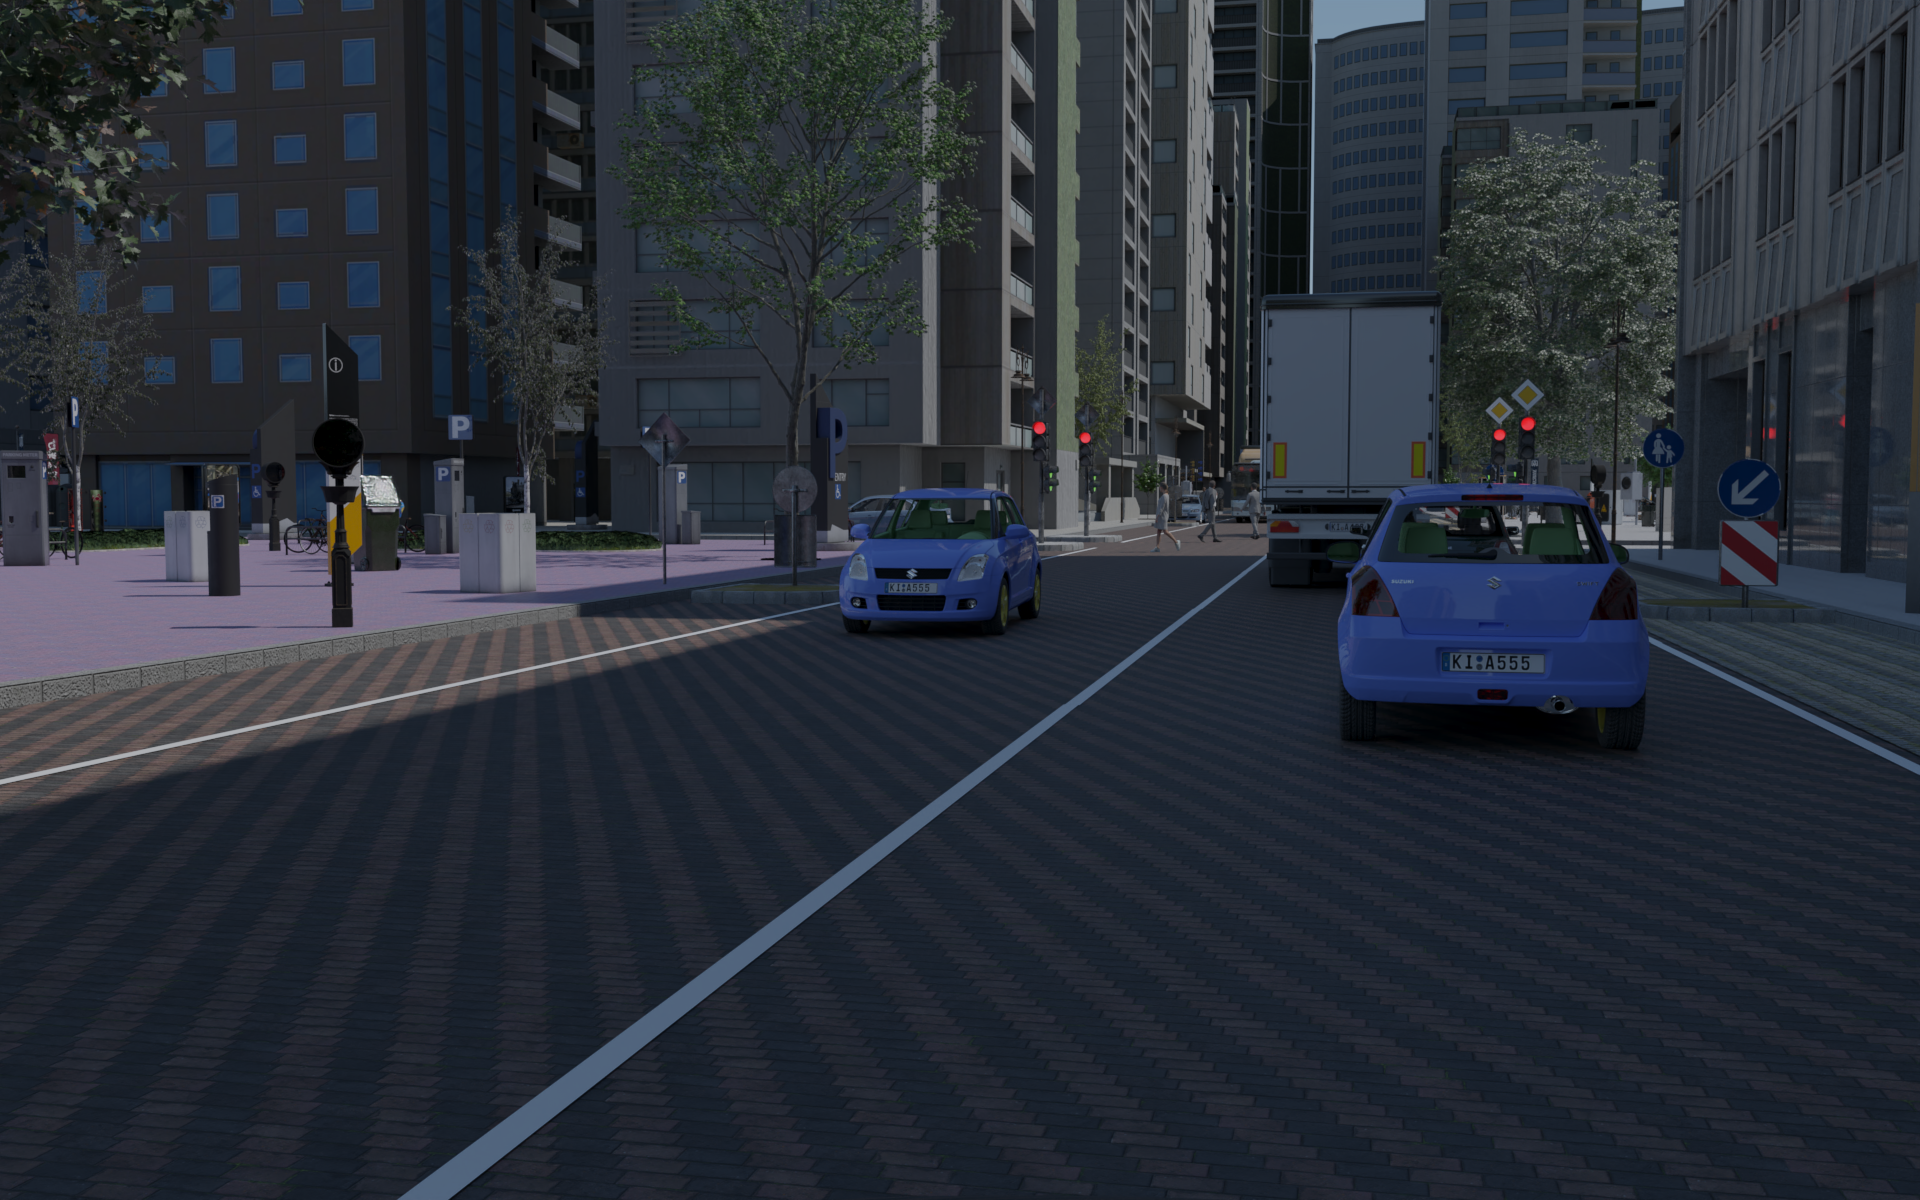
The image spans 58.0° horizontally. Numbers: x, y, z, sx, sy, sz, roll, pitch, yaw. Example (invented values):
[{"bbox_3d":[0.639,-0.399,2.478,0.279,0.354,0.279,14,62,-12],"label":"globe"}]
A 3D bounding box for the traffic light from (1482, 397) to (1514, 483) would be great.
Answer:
[{"bbox_3d":[15.546,-3.741,50.093,0.839,4.253,0.868,1,4,13],"label":"traffic light"}]

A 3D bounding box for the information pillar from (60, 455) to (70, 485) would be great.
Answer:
[{"bbox_3d":[-36.776,-4.878,71.111,0.504,3.616,0.183,1,4,11],"label":"information pillar"}]

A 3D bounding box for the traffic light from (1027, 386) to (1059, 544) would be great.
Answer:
[{"bbox_3d":[2.127,-3.423,44.882,0.839,4.253,0.868,1,4,13],"label":"traffic light"}]

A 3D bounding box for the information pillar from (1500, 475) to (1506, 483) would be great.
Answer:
[{"bbox_3d":[21.161,-3.871,67.782,0.304,2.012,0.304,2,4,32],"label":"information pillar"}]

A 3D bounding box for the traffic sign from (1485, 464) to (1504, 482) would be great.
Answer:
[{"bbox_3d":[22.221,-4.403,72.090,0.768,2.556,0.104,1,4,19],"label":"traffic sign"}]

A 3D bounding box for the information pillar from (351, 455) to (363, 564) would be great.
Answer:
[{"bbox_3d":[-11.092,-1.662,31.674,0.304,2.012,0.304,0,4,-6],"label":"information pillar"}]

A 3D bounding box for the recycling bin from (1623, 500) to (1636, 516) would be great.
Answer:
[{"bbox_3d":[39.493,-5.478,102.116,0.722,1.027,0.722,1,4,17],"label":"recycling bin"}]

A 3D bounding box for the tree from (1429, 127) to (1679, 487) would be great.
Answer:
[{"bbox_3d":[20.461,-9.343,59.421,9.857,13.997,8.962,0,3,0],"label":"tree"}]

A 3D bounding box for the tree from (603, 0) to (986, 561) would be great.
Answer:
[{"bbox_3d":[-3.117,-6.566,33.109,9.928,11.665,9.643,0,3,0],"label":"tree"}]

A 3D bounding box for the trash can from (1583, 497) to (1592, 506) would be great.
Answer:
[{"bbox_3d":[26.342,-3.771,73.307,0.748,1.137,0.748,0,3,0],"label":"trash can"}]

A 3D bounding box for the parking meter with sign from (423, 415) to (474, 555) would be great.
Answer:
[{"bbox_3d":[-11.050,-2.514,37.369,0.543,3.016,1.738,0,4,5],"label":"parking meter with sign"}]

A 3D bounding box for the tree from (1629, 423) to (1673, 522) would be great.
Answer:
[{"bbox_3d":[32.684,-5.889,79.994,4.285,4.588,4.351,0,3,0],"label":"tree"}]

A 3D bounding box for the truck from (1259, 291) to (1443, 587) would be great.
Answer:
[{"bbox_3d":[6.611,-2.491,29.641,2.839,4.237,11.283,1,4,12],"label":"truck"}]

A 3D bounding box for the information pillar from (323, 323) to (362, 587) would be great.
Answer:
[{"bbox_3d":[-8.579,-1.999,24.041,0.183,3.616,0.504,3,5,43],"label":"information pillar"}]

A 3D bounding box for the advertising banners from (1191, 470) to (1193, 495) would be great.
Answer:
[{"bbox_3d":[14.601,-6.905,109.091,0.090,3.025,2.074,0,4,8],"label":"advertising banners"}]

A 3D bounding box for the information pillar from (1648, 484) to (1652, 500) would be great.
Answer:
[{"bbox_3d":[41.177,-6.850,103.344,0.183,3.616,0.504,2,4,32],"label":"information pillar"}]

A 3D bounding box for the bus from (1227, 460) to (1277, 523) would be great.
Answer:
[{"bbox_3d":[15.757,-5.799,89.680,2.948,3.499,13.247,1,4,13],"label":"bus"}]

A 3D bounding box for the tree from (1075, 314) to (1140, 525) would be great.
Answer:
[{"bbox_3d":[5.360,-7.422,71.719,4.737,8.622,4.395,0,3,0],"label":"tree"}]

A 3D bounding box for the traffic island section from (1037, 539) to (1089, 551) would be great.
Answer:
[{"bbox_3d":[2.090,-1.391,45.025,2.009,0.180,2.903,1,4,13],"label":"traffic island section"}]

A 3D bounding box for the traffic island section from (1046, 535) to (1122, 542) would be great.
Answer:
[{"bbox_3d":[3.831,-1.868,52.819,2.009,0.180,2.903,1,4,13],"label":"traffic island section"}]

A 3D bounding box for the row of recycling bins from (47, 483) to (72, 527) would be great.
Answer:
[{"bbox_3d":[-36.025,-3.738,68.234,3.534,1.692,1.069,2,4,26],"label":"row of recycling bins"}]

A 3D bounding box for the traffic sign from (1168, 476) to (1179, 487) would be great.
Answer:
[{"bbox_3d":[11.847,-5.753,96.187,0.606,2.300,0.079,1,4,14],"label":"traffic sign"}]

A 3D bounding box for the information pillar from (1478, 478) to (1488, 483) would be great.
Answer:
[{"bbox_3d":[23.220,-4.432,76.953,0.304,2.012,0.304,-1,4,-9],"label":"information pillar"}]

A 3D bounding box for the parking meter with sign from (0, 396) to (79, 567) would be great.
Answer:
[{"bbox_3d":[-16.686,-2.116,30.864,1.738,3.016,0.543,-1,4,-16],"label":"parking meter with sign"}]

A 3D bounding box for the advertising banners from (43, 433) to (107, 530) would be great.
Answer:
[{"bbox_3d":[-25.822,-3.324,50.539,0.090,3.025,2.074,1,4,23],"label":"advertising banners"}]

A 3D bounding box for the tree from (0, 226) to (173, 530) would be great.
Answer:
[{"bbox_3d":[-23.998,-5.923,47.197,4.360,8.622,3.978,0,3,0],"label":"tree"}]

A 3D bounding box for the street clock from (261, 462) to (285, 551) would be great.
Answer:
[{"bbox_3d":[-15.435,-2.103,38.960,0.358,2.002,0.471,3,5,42],"label":"street clock"}]

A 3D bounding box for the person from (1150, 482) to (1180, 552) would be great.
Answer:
[{"bbox_3d":[5.059,-2.050,42.768,0.760,1.731,0.466,-1,4,-21],"label":"person"}]

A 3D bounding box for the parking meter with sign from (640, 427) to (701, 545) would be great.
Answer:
[{"bbox_3d":[-7.379,-2.945,44.409,1.738,3.016,0.543,3,4,36],"label":"parking meter with sign"}]

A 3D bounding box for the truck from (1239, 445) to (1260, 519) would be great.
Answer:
[{"bbox_3d":[17.859,-6.915,101.970,2.839,4.237,11.283,1,4,13],"label":"truck"}]

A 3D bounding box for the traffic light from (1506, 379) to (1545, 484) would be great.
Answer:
[{"bbox_3d":[13.805,-3.265,42.299,0.839,4.253,0.868,1,4,13],"label":"traffic light"}]

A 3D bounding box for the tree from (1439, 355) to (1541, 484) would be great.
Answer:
[{"bbox_3d":[25.931,-8.094,82.704,4.737,8.622,4.395,0,3,0],"label":"tree"}]

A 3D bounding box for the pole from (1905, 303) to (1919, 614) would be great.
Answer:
[{"bbox_3d":[10.302,-1.512,18.560,0.158,3.312,0.155,0,3,0],"label":"pole"}]

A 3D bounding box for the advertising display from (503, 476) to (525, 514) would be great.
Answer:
[{"bbox_3d":[-15.628,-3.403,60.856,0.123,1.923,0.974,2,4,35],"label":"advertising display"}]

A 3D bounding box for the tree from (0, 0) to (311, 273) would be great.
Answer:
[{"bbox_3d":[-8.275,-5.602,8.600,9.611,12.733,9.660,0,3,0],"label":"tree"}]

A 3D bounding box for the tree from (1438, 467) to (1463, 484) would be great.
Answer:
[{"bbox_3d":[31.466,-7.160,111.667,1.663,3.219,1.824,0,3,0],"label":"tree"}]

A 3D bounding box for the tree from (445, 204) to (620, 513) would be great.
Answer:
[{"bbox_3d":[-11.090,-5.797,45.139,4.360,8.622,3.978,0,3,0],"label":"tree"}]

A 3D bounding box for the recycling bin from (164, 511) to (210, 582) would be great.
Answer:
[{"bbox_3d":[-11.232,-0.797,25.593,0.722,1.027,0.722,3,4,36],"label":"recycling bin"}]

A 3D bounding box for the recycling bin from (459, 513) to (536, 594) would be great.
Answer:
[{"bbox_3d":[-6.059,-0.621,22.703,0.722,1.027,0.722,2,4,26],"label":"recycling bin"}]

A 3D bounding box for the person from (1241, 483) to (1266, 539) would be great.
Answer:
[{"bbox_3d":[9.327,-2.818,54.849,0.678,1.792,0.850,-1,4,-18],"label":"person"}]

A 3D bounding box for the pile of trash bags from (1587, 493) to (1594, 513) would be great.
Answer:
[{"bbox_3d":[37.753,-6.017,108.131,3.447,1.369,1.912,0,4,-2],"label":"pile of trash bags"}]

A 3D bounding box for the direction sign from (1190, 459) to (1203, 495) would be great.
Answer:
[{"bbox_3d":[15.362,-7.382,112.697,0.876,3.537,0.379,-1,4,-14],"label":"direction sign"}]

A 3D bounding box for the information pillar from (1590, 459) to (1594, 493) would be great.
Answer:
[{"bbox_3d":[41.691,-7.516,114.237,0.183,3.616,0.504,3,4,37],"label":"information pillar"}]

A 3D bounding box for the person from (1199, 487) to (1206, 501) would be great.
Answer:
[{"bbox_3d":[12.794,-5.020,90.849,0.520,1.790,0.573,1,4,15],"label":"person"}]

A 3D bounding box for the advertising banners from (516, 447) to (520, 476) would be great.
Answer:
[{"bbox_3d":[-16.634,-4.184,64.602,0.090,3.025,2.074,-2,4,-25],"label":"advertising banners"}]

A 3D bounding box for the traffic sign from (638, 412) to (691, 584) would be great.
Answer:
[{"bbox_3d":[-4.191,-1.428,24.536,0.795,2.450,0.064,1,4,15],"label":"traffic sign"}]

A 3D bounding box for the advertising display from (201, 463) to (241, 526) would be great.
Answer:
[{"bbox_3d":[-15.496,-1.905,36.364,0.123,1.923,0.974,1,4,19],"label":"advertising display"}]

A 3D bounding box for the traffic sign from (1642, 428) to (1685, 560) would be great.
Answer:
[{"bbox_3d":[13.638,-2.052,33.649,0.768,2.556,0.104,1,4,14],"label":"traffic sign"}]

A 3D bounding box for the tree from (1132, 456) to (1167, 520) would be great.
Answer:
[{"bbox_3d":[9.419,-5.666,87.239,1.663,3.219,1.824,0,3,0],"label":"tree"}]

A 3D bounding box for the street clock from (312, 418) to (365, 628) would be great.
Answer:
[{"bbox_3d":[-5.959,-0.739,16.657,0.471,2.002,0.358,-1,4,-16],"label":"street clock"}]

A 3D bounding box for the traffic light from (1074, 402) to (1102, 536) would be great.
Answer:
[{"bbox_3d":[3.868,-3.899,52.676,0.839,4.253,0.868,1,4,13],"label":"traffic light"}]

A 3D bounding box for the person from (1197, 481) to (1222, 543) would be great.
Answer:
[{"bbox_3d":[7.424,-2.610,51.268,0.850,1.850,0.679,-1,4,-17],"label":"person"}]

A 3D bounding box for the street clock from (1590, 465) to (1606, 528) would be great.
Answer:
[{"bbox_3d":[15.775,-2.342,42.858,0.358,2.002,0.471,0,4,-1],"label":"street clock"}]
